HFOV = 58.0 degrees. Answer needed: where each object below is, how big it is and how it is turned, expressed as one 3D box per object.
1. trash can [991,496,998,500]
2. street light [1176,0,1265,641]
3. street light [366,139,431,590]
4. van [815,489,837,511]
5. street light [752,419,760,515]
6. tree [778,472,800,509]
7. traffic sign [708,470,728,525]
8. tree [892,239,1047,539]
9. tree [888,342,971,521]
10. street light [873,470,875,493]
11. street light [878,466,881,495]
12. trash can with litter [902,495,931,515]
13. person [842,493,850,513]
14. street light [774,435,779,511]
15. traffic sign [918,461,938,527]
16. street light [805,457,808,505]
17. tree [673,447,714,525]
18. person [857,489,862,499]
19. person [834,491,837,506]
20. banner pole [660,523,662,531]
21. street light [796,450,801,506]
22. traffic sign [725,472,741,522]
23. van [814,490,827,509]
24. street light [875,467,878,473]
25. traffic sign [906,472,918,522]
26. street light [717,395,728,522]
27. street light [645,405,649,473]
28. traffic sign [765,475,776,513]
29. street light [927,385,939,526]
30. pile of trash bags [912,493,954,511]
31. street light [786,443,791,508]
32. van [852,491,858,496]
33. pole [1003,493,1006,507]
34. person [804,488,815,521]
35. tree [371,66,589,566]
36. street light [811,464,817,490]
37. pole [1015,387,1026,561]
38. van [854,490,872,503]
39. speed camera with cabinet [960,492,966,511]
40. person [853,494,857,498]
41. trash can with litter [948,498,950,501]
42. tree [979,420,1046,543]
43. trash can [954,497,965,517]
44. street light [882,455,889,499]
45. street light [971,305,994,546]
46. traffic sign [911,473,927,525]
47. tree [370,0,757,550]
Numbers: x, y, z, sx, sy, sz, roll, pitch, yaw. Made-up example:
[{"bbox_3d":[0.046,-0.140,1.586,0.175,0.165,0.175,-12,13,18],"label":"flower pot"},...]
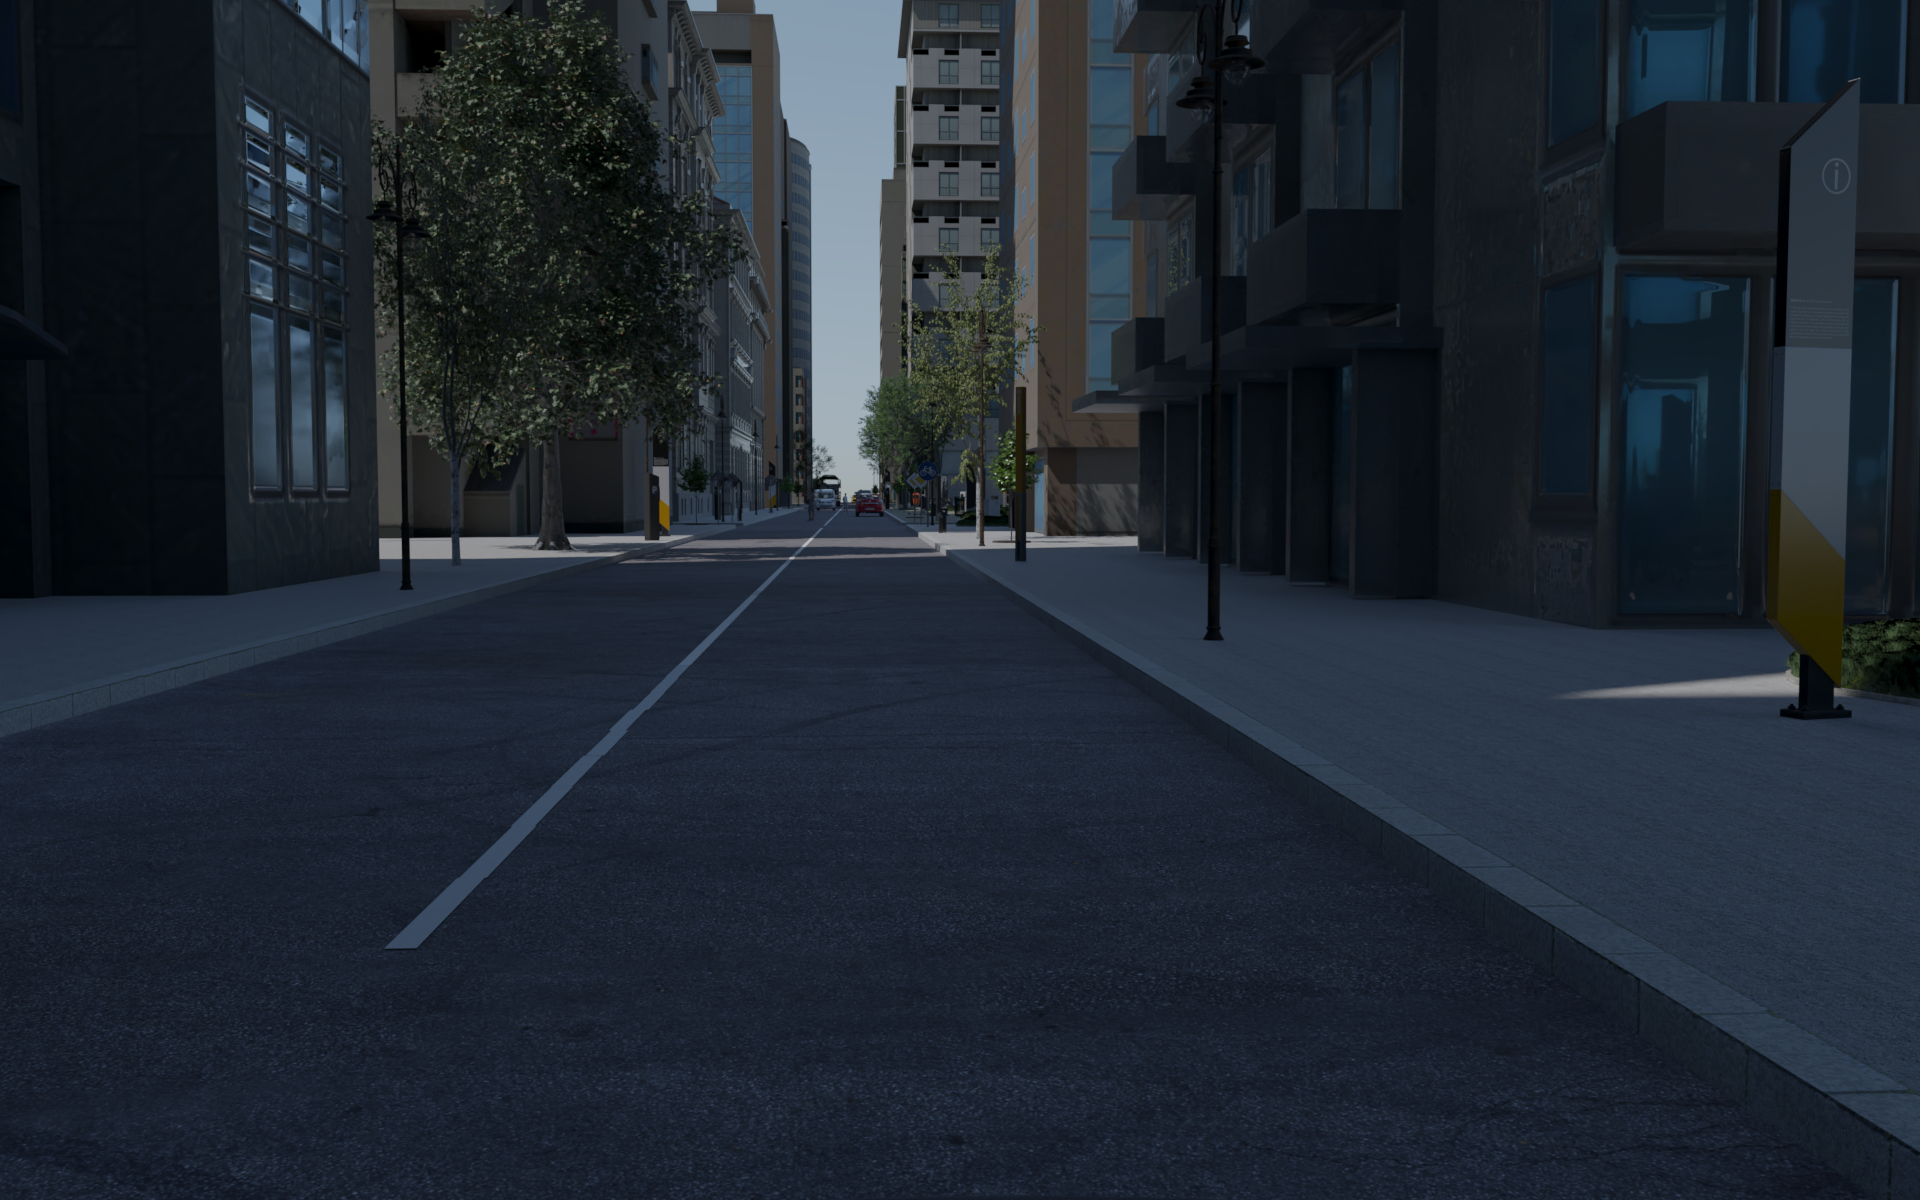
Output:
[{"bbox_3d":[3.101,-8.734,154.454,0.748,1.137,0.748,0,3,0],"label":"trash can"},{"bbox_3d":[2.230,-2.585,15.059,0.468,5.910,1.993,0,4,-3],"label":"street light"},{"bbox_3d":[-7.421,-3.074,23.044,0.468,5.910,1.993,0,4,-3],"label":"street light"},{"bbox_3d":[-11.782,-8.888,152.329,2.013,2.044,4.112,0,4,-3],"label":"van"},{"bbox_3d":[-12.516,-8.160,106.211,0.468,5.910,1.993,0,4,-3],"label":"street light"},{"bbox_3d":[-15.347,-9.678,152.828,1.663,3.219,1.824,0,3,0],"label":"tree"},{"bbox_3d":[-9.885,-4.110,70.833,0.795,2.450,0.064,0,4,-3],"label":"traffic sign"},{"bbox_3d":[0.298,-6.060,49.439,4.737,8.622,4.395,0,3,0],"label":"tree"},{"bbox_3d":[-1.200,-8.124,83.191,4.360,8.622,3.978,0,3,0],"label":"tree"},{"bbox_3d":[-12.433,-17.558,259.860,0.468,5.910,1.993,0,4,-3],"label":"street light"},{"bbox_3d":[-9.101,-14.120,203.655,0.468,5.910,1.993,0,4,-3],"label":"street light"},{"bbox_3d":[-2.543,-5.950,108.333,2.233,1.210,1.678,-1,4,-9],"label":"trash can with litter"},{"bbox_3d":[-8.627,-7.331,130.962,0.523,1.515,0.503,1,4,22],"label":"person"},{"bbox_3d":[-14.067,-9.813,133.237,0.468,5.910,1.993,0,4,-3],"label":"street light"},{"bbox_3d":[-1.245,-4.090,66.983,0.768,2.556,0.104,0,3,0],"label":"traffic sign"},{"bbox_3d":[-18.585,-14.485,209.615,0.468,5.910,1.993,0,4,-3],"label":"street light"},{"bbox_3d":[-10.992,-4.742,72.140,1.663,3.219,1.824,0,3,0],"label":"tree"},{"bbox_3d":[-8.573,-8.592,148.841,0.638,1.841,0.748,-2,4,-24],"label":"person"},{"bbox_3d":[-15.159,-12.438,211.496,0.705,1.869,1.348,0,4,-5],"label":"person"},{"bbox_3d":[-10.206,-4.255,59.583,0.401,3.779,0.863,-3,4,-37],"label":"banner pole"},{"bbox_3d":[-17.049,-12.850,182.883,0.468,5.910,1.993,0,4,-3],"label":"street light"},{"bbox_3d":[-10.363,-4.597,78.804,0.795,2.450,0.064,0,4,-3],"label":"traffic sign"},{"bbox_3d":[-13.773,-9.889,168.695,2.013,2.044,4.112,0,4,-3],"label":"van"},{"bbox_3d":[-10.737,-15.753,230.347,0.468,5.910,1.993,0,4,-3],"label":"street light"},{"bbox_3d":[-2.082,-4.626,79.277,0.795,2.450,0.064,0,4,-3],"label":"traffic sign"},{"bbox_3d":[-10.899,-6.528,79.517,0.468,5.910,1.993,0,4,-3],"label":"street light"},{"bbox_3d":[-9.002,-4.707,49.739,0.468,5.910,1.993,0,4,-3],"label":"street light"},{"bbox_3d":[-12.699,-7.095,116.113,0.768,2.556,0.104,0,4,0],"label":"traffic sign"},{"bbox_3d":[-1.126,-5.980,70.568,0.468,5.910,1.993,0,4,-3],"label":"street light"},{"bbox_3d":[-1.956,-7.462,131.748,3.447,1.369,1.912,1,4,11],"label":"pile of trash bags"},{"bbox_3d":[-15.441,-11.217,156.189,0.468,5.910,1.993,0,4,-3],"label":"street light"},{"bbox_3d":[-16.329,-16.576,278.035,2.013,2.044,4.112,0,4,-4],"label":"van"},{"bbox_3d":[3.033,-7.593,117.986,0.158,3.312,0.155,0,3,0],"label":"pole"},{"bbox_3d":[-8.054,-5.130,92.727,0.532,1.782,0.716,-2,4,-33],"label":"person"},{"bbox_3d":[-8.820,-4.927,30.923,4.360,8.622,3.978,0,3,0],"label":"tree"},{"bbox_3d":[-20.284,-16.250,238.479,0.468,5.910,1.993,0,4,-3],"label":"street light"},{"bbox_3d":[1.159,-2.394,32.991,0.158,3.312,0.155,0,3,0],"label":"pole"},{"bbox_3d":[-9.318,-9.865,168.301,2.013,2.044,4.112,0,4,-5],"label":"van"},{"bbox_3d":[0.603,-7.840,122.524,0.660,3.252,2.038,-1,4,-19],"label":"speed camera with cabinet"},{"bbox_3d":[-13.485,-13.497,229.200,1.348,1.821,0.705,1,4,11],"label":"person"},{"bbox_3d":[-1.138,-6.487,117.448,0.624,1.170,1.055,1,4,22],"label":"trash can with litter"},{"bbox_3d":[1.382,-3.115,45.525,1.663,3.219,1.824,0,3,0],"label":"tree"},{"bbox_3d":[-0.016,-5.341,98.973,0.748,1.137,0.748,0,3,0],"label":"trash can"},{"bbox_3d":[-7.503,-12.474,176.730,0.468,5.910,1.993,0,4,-3],"label":"street light"},{"bbox_3d":[0.541,-4.261,42.452,0.468,5.910,1.993,0,4,-3],"label":"street light"},{"bbox_3d":[-1.605,-4.138,71.307,0.795,2.450,0.064,0,4,-3],"label":"traffic sign"},{"bbox_3d":[-9.465,-7.502,39.671,9.611,12.733,9.660,0,3,0],"label":"tree"}]
